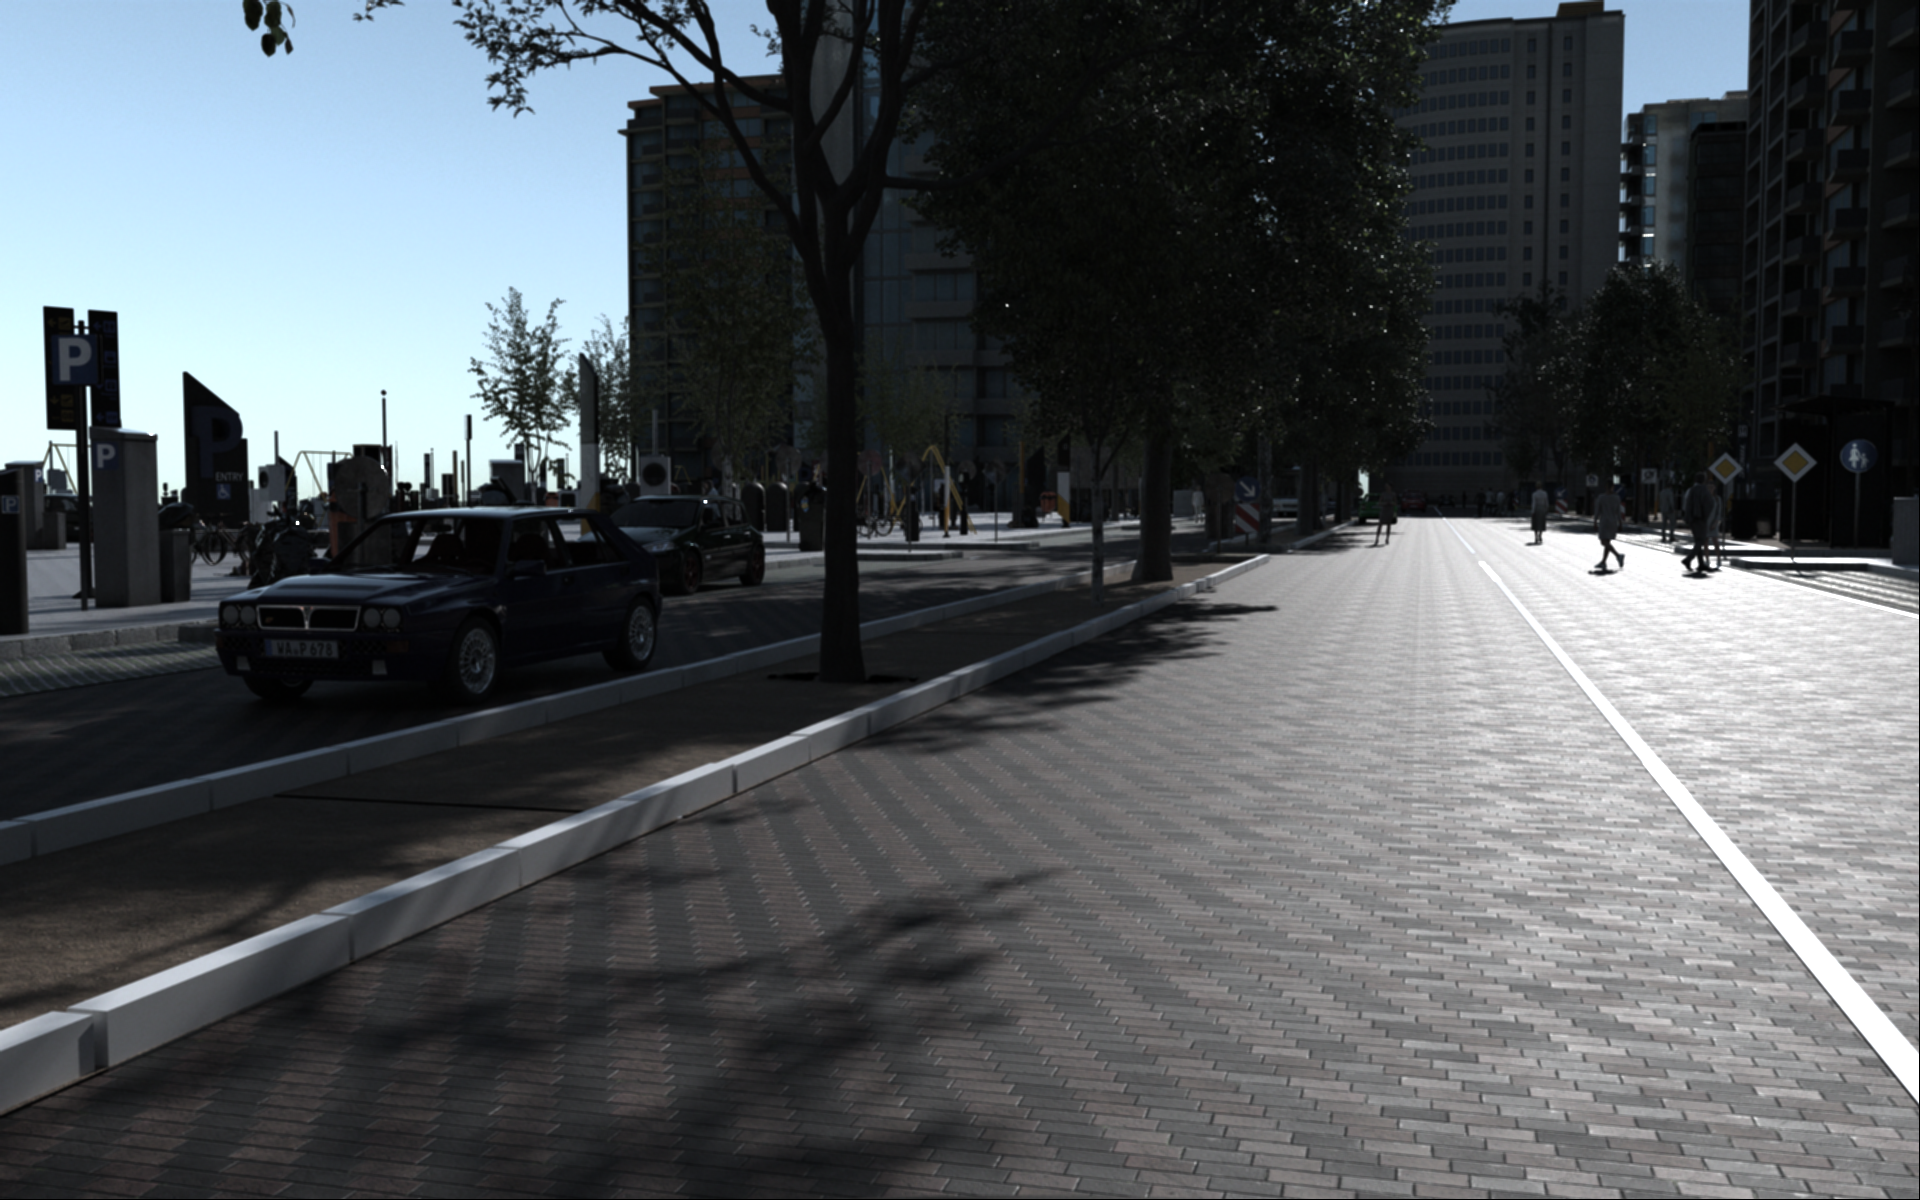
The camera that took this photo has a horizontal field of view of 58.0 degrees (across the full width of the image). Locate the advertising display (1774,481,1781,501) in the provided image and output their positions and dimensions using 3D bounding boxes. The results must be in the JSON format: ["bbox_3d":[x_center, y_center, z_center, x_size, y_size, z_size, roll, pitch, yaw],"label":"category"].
[{"bbox_3d":[42.079,-5.089,88.420,0.974,1.923,0.123,3,5,45],"label":"advertising display"}]

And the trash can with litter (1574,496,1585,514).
[{"bbox_3d":[39.707,-6.096,111.057,0.624,1.170,1.055,1,4,20],"label":"trash can with litter"}]

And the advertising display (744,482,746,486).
[{"bbox_3d":[-11.453,-5.401,93.523,0.123,1.923,0.974,0,4,8],"label":"advertising display"}]

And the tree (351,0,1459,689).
[{"bbox_3d":[-0.911,-6.107,12.676,12.009,13.543,11.850,0,3,0],"label":"tree"}]

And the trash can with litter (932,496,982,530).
[{"bbox_3d":[-0.224,-3.157,62.676,1.678,1.210,2.233,-1,4,-13],"label":"trash can with litter"}]

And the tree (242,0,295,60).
[{"bbox_3d":[-2.965,-3.170,4.648,4.360,8.622,3.978,0,3,0],"label":"tree"}]

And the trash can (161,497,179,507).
[{"bbox_3d":[-42.794,-5.010,93.573,0.748,1.137,0.748,0,3,0],"label":"trash can"}]

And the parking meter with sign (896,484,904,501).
[{"bbox_3d":[-4.078,-7.846,124.547,1.738,3.016,0.543,-3,5,-43],"label":"parking meter with sign"}]

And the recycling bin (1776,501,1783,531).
[{"bbox_3d":[28.556,-2.890,59.806,0.722,1.027,0.722,-1,4,-19],"label":"recycling bin"}]

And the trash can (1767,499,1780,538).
[{"bbox_3d":[23.581,-2.389,50.718,0.748,1.137,0.748,0,3,0],"label":"trash can"}]

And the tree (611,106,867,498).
[{"bbox_3d":[-4.337,-5.117,34.024,4.737,8.622,4.395,0,3,0],"label":"tree"}]

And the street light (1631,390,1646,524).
[{"bbox_3d":[29.434,-6.265,75.214,0.468,5.910,1.993,1,4,15],"label":"street light"}]

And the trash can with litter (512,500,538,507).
[{"bbox_3d":[-7.552,-1.178,30.640,0.624,1.170,1.055,1,4,17],"label":"trash can with litter"}]

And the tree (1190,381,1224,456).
[{"bbox_3d":[20.061,-12.282,126.572,9.928,11.665,9.643,0,3,0],"label":"tree"}]

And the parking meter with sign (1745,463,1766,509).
[{"bbox_3d":[44.477,-6.129,96.473,1.738,3.016,0.543,-1,4,-15],"label":"parking meter with sign"}]

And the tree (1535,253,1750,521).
[{"bbox_3d":[32.622,-10.146,82.890,9.611,12.733,9.660,0,3,0],"label":"tree"}]

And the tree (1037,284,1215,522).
[{"bbox_3d":[7.212,-9.934,80.544,7.486,12.596,7.792,0,3,0],"label":"tree"}]

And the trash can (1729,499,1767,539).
[{"bbox_3d":[22.207,-2.292,49.123,0.748,1.137,0.748,0,3,0],"label":"trash can"}]

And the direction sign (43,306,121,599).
[{"bbox_3d":[-10.749,-1.791,21.281,0.379,3.537,0.876,3,4,38],"label":"direction sign"}]

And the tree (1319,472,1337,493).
[{"bbox_3d":[22.230,-9.051,100.797,4.360,8.622,3.978,0,3,0],"label":"tree"}]

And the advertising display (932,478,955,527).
[{"bbox_3d":[-0.647,-3.858,68.289,0.974,1.923,0.123,-2,4,-26],"label":"advertising display"}]

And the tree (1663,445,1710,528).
[{"bbox_3d":[28.204,-4.405,66.629,1.663,3.219,1.824,0,3,0],"label":"tree"}]

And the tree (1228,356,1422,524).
[{"bbox_3d":[18.425,-9.507,83.656,9.928,11.665,9.643,0,3,0],"label":"tree"}]

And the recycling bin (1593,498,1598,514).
[{"bbox_3d":[40.997,-6.051,111.495,0.722,1.027,0.722,1,4,9],"label":"recycling bin"}]

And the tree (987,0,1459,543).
[{"bbox_3d":[7.502,-11.645,48.735,12.611,20.169,13.585,0,3,0],"label":"tree"}]

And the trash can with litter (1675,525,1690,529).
[{"bbox_3d":[27.253,-3.256,64.298,2.233,1.210,1.678,-1,4,-16],"label":"trash can with litter"}]

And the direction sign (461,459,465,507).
[{"bbox_3d":[-33.824,-7.699,117.879,0.379,3.537,0.876,0,4,-6],"label":"direction sign"}]

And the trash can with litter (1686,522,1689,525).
[{"bbox_3d":[30.735,-3.714,72.118,1.055,1.170,0.624,2,4,26],"label":"trash can with litter"}]

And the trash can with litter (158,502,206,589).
[{"bbox_3d":[-10.546,-0.701,22.853,0.624,1.170,1.055,1,4,21],"label":"trash can with litter"}]

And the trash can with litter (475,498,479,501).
[{"bbox_3d":[-14.119,-2.483,51.989,0.624,1.170,1.055,-3,4,-38],"label":"trash can with litter"}]

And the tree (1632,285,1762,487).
[{"bbox_3d":[25.800,-6.715,60.160,4.737,8.622,4.395,0,3,0],"label":"tree"}]

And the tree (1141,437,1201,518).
[{"bbox_3d":[11.309,-6.712,93.449,4.285,4.588,4.351,0,3,0],"label":"tree"}]

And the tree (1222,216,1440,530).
[{"bbox_3d":[14.184,-9.149,69.050,9.611,12.733,9.660,0,3,0],"label":"tree"}]

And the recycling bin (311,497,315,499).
[{"bbox_3d":[-48.422,-7.204,130.346,0.722,1.027,0.722,-1,4,-9],"label":"recycling bin"}]

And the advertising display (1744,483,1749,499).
[{"bbox_3d":[44.766,-5.661,97.765,0.123,1.923,0.974,-3,5,-41],"label":"advertising display"}]

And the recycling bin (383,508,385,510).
[{"bbox_3d":[-41.649,-6.810,123.895,0.722,1.027,0.722,3,5,41],"label":"recycling bin"}]

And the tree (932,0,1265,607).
[{"bbox_3d":[1.711,-4.190,21.334,4.737,8.622,4.395,0,3,0],"label":"tree"}]

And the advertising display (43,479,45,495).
[{"bbox_3d":[-38.156,-4.039,71.258,0.123,1.923,0.974,3,4,39],"label":"advertising display"}]

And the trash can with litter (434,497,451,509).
[{"bbox_3d":[-17.388,-2.815,57.418,0.624,1.170,1.055,1,4,9],"label":"trash can with litter"}]

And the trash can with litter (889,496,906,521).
[{"bbox_3d":[-3.032,-4.287,81.486,1.055,1.170,0.624,-1,4,-12],"label":"trash can with litter"}]

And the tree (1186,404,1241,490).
[{"bbox_3d":[16.772,-10.089,115.320,4.360,8.622,3.978,0,3,0],"label":"tree"}]

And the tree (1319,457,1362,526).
[{"bbox_3d":[16.193,-7.575,76.665,4.737,8.622,4.395,0,3,0],"label":"tree"}]

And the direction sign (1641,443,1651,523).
[{"bbox_3d":[30.543,-5.200,77.013,0.379,3.537,0.876,0,4,6],"label":"direction sign"}]

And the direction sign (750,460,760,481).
[{"bbox_3d":[-13.556,-7.496,114.564,0.379,3.537,0.876,3,5,43],"label":"direction sign"}]

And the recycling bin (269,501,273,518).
[{"bbox_3d":[-36.635,-4.797,90.992,0.722,1.027,0.722,1,4,13],"label":"recycling bin"}]

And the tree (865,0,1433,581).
[{"bbox_3d":[3.214,-7.297,28.412,9.857,13.997,8.962,0,3,0],"label":"tree"}]

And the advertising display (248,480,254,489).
[{"bbox_3d":[-33.296,-4.634,80.982,0.974,1.923,0.123,3,5,41],"label":"advertising display"}]

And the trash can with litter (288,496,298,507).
[{"bbox_3d":[-30.356,-4.170,79.239,2.233,1.210,1.678,2,4,31],"label":"trash can with litter"}]

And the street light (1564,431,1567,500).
[{"bbox_3d":[39.511,-8.571,112.927,0.468,5.910,1.993,1,4,15],"label":"street light"}]

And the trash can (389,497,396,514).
[{"bbox_3d":[-23.551,-3.718,72.447,0.748,1.137,0.748,0,3,0],"label":"trash can"}]

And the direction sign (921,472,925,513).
[{"bbox_3d":[-2.484,-7.575,115.855,0.379,3.537,0.876,0,4,-1],"label":"direction sign"}]

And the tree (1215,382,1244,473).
[{"bbox_3d":[14.212,-11.396,104.454,7.486,12.596,7.792,0,3,0],"label":"tree"}]

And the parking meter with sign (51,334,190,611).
[{"bbox_3d":[-9.523,-1.440,19.807,0.543,3.016,1.738,1,4,9],"label":"parking meter with sign"}]

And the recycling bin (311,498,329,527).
[{"bbox_3d":[-24.572,-3.347,67.273,0.722,1.027,0.722,2,4,34],"label":"recycling bin"}]

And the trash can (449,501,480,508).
[{"bbox_3d":[-10.138,-1.473,35.730,0.748,1.137,0.748,0,3,0],"label":"trash can"}]

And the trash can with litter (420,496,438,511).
[{"bbox_3d":[-16.615,-2.564,52.984,2.233,1.210,1.678,0,4,-8],"label":"trash can with litter"}]

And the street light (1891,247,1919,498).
[{"bbox_3d":[17.930,-3.660,32.621,0.468,5.910,1.993,1,4,15],"label":"street light"}]

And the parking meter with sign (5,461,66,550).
[{"bbox_3d":[-21.521,-2.666,39.853,1.738,3.016,0.543,0,4,4],"label":"parking meter with sign"}]

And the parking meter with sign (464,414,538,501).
[{"bbox_3d":[-10.042,-2.579,38.422,1.738,3.016,0.543,-1,4,-23],"label":"parking meter with sign"}]
